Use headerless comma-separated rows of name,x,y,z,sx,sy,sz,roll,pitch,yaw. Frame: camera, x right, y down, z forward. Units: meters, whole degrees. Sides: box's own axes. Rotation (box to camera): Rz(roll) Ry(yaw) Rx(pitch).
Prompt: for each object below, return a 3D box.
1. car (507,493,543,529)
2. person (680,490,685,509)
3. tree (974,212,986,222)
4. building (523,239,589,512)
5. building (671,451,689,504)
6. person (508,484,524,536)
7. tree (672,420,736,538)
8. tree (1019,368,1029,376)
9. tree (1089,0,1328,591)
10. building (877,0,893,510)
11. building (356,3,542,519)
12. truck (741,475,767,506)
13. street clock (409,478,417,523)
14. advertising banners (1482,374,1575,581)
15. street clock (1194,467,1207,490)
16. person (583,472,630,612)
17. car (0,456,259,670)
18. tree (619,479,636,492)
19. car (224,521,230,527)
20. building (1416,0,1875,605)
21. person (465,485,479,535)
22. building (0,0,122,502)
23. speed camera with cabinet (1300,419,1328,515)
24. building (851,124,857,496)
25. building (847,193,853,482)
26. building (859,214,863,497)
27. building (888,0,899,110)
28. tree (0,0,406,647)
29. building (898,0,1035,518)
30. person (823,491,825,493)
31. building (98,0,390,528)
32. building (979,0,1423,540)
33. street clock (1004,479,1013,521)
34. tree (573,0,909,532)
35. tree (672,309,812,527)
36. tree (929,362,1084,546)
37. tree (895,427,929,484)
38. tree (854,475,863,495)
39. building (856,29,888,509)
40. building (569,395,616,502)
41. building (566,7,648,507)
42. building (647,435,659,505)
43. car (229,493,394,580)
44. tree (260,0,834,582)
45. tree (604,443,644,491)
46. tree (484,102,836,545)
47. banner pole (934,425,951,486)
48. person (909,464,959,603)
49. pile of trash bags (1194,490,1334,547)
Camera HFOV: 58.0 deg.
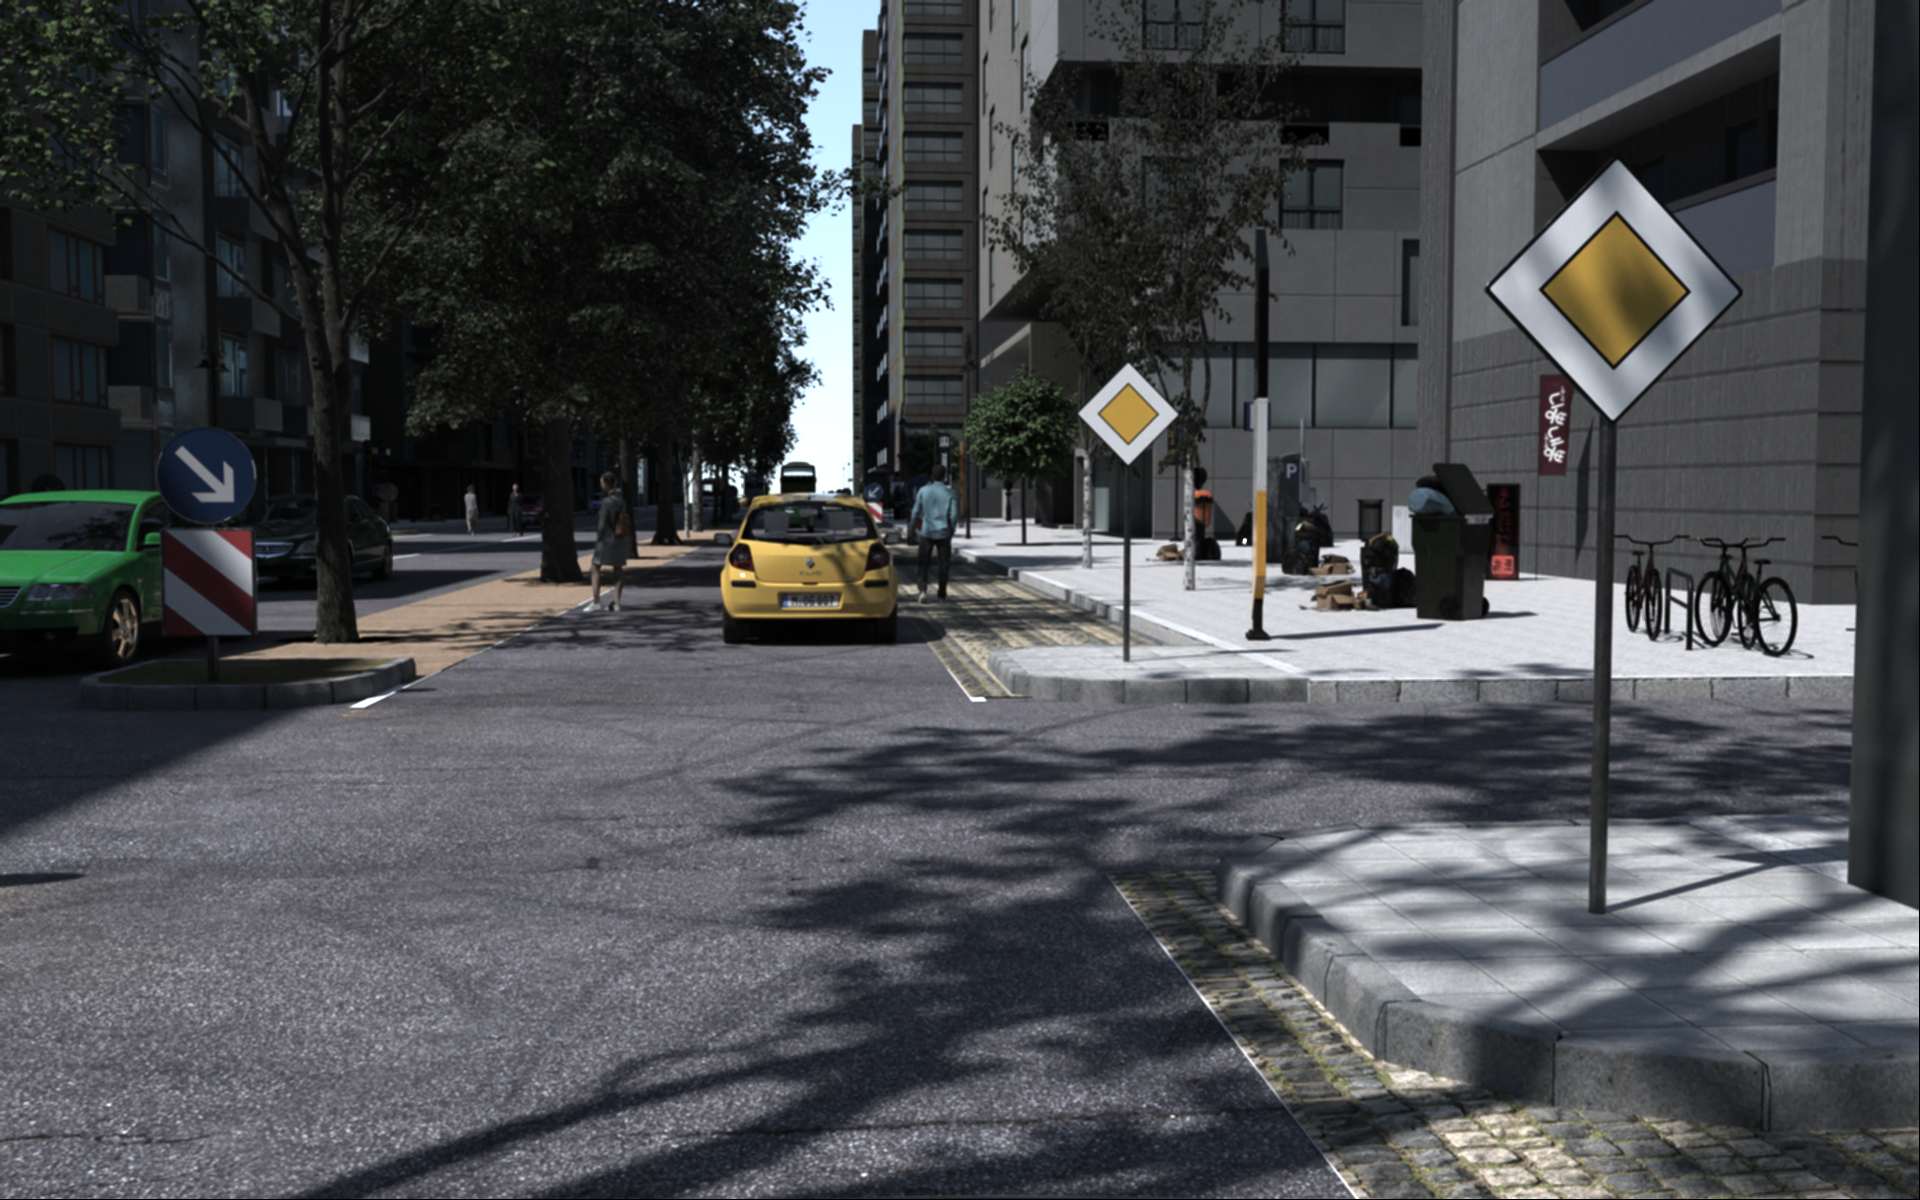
car,-17.153,-3.732,70.055,2.155,1.783,4.494,0,4,-5
person,-26.674,-9.705,167.310,0.705,1.807,1.348,-2,4,-34
tree,2.429,-4.843,29.540,4.360,8.622,3.978,0,3,0
building,-37.832,-41.901,123.340,20.563,71.187,20.611,0,4,-5
building,-44.739,-33.797,236.183,14.154,41.232,14.086,0,4,-5
person,-15.205,-3.080,59.282,0.576,1.772,0.534,0,4,-4
tree,-8.811,-6.291,55.670,4.360,8.622,3.978,0,3,0
tree,4.306,-7.814,78.114,4.737,8.622,4.395,0,3,0
tree,2.817,-4.428,22.760,4.360,8.622,3.978,0,3,0
building,4.937,-31.533,135.165,23.786,49.044,30.456,0,4,-5
building,-36.415,-27.199,99.331,22.147,44.769,28.867,0,4,-5
truck,-25.344,-13.746,214.500,2.967,4.110,18.799,0,4,-6
street clock,-24.684,-4.499,78.130,0.358,2.002,0.471,-2,4,-31
advertising banners,8.015,-1.801,25.633,2.074,3.025,0.090,1,4,16
street clock,6.462,-2.595,47.001,0.358,2.002,0.471,-2,4,-32
person,-4.273,-0.714,21.181,0.522,1.701,0.512,1,4,23
car,-7.781,-0.407,15.451,1.959,1.807,4.718,0,4,-4
tree,-32.572,-10.687,169.334,1.663,3.219,1.824,0,3,0
car,-13.237,-0.990,27.992,2.131,1.459,4.920,0,4,-6
building,23.414,-29.473,23.883,28.212,58.520,21.231,0,4,-5
person,-16.865,-3.095,59.847,0.466,1.731,0.760,-1,4,-18
building,-33.703,-11.170,27.667,27.650,21.520,28.899,0,4,-5
speed camera with cabinet,9.207,-3.176,46.262,0.660,3.252,2.038,2,4,32
building,-5.161,-31.286,195.120,14.154,41.232,14.086,0,4,-5
building,-3.190,-37.474,232.307,23.786,49.044,30.456,0,4,-5
building,-3.500,-25.042,181.142,14.160,30.474,14.107,0,4,-5
building,2.570,-28.262,112.200,14.600,45.320,14.200,0,4,-5
tree,-6.120,-5.397,16.449,9.928,11.665,9.643,0,3,0
building,3.474,-25.313,97.456,14.154,41.232,14.086,0,4,-5
person,-19.440,-14.600,246.847,1.348,1.869,0.705,-3,5,-42
building,-36.605,-27.350,66.773,23.786,49.044,30.456,0,4,-5
building,15.276,-28.876,61.355,28.713,52.752,27.495,0,4,-5
street clock,2.287,-4.704,81.486,0.358,2.002,0.471,3,4,37
tree,-8.598,-12.574,63.936,12.611,20.169,13.585,0,3,0
tree,-10.621,-8.421,74.550,8.767,10.594,7.601,0,4,-5
tree,1.689,-3.647,43.341,4.285,4.588,4.351,0,3,0
tree,-1.193,-5.741,77.586,4.285,4.588,4.351,0,3,0
tree,-9.659,-10.884,172.555,1.663,3.219,1.824,0,3,0
building,-1.885,-28.963,157.134,14.154,41.232,14.086,0,4,-5
building,-46.187,-27.781,146.103,32.217,40.220,23.993,0,4,-5
building,-44.291,-53.240,183.147,22.319,86.520,31.000,0,4,-5
building,-43.045,-34.111,207.822,14.600,45.320,14.200,0,4,-5
car,-10.373,-0.972,27.683,2.131,1.459,4.920,0,4,-6
tree,-6.488,-7.255,27.729,9.857,13.997,8.962,0,3,0
tree,-31.389,-13.010,163.074,4.737,8.622,4.395,0,3,0
tree,-8.298,-7.892,48.491,9.611,12.733,9.660,0,3,0
banner pole,-0.701,-4.456,62.879,0.863,3.779,0.401,2,4,31
person,-0.347,-0.863,22.638,0.660,1.820,0.620,0,4,5
pile of trash bags,7.263,-1.984,42.187,3.447,1.369,1.912,0,4,-7
